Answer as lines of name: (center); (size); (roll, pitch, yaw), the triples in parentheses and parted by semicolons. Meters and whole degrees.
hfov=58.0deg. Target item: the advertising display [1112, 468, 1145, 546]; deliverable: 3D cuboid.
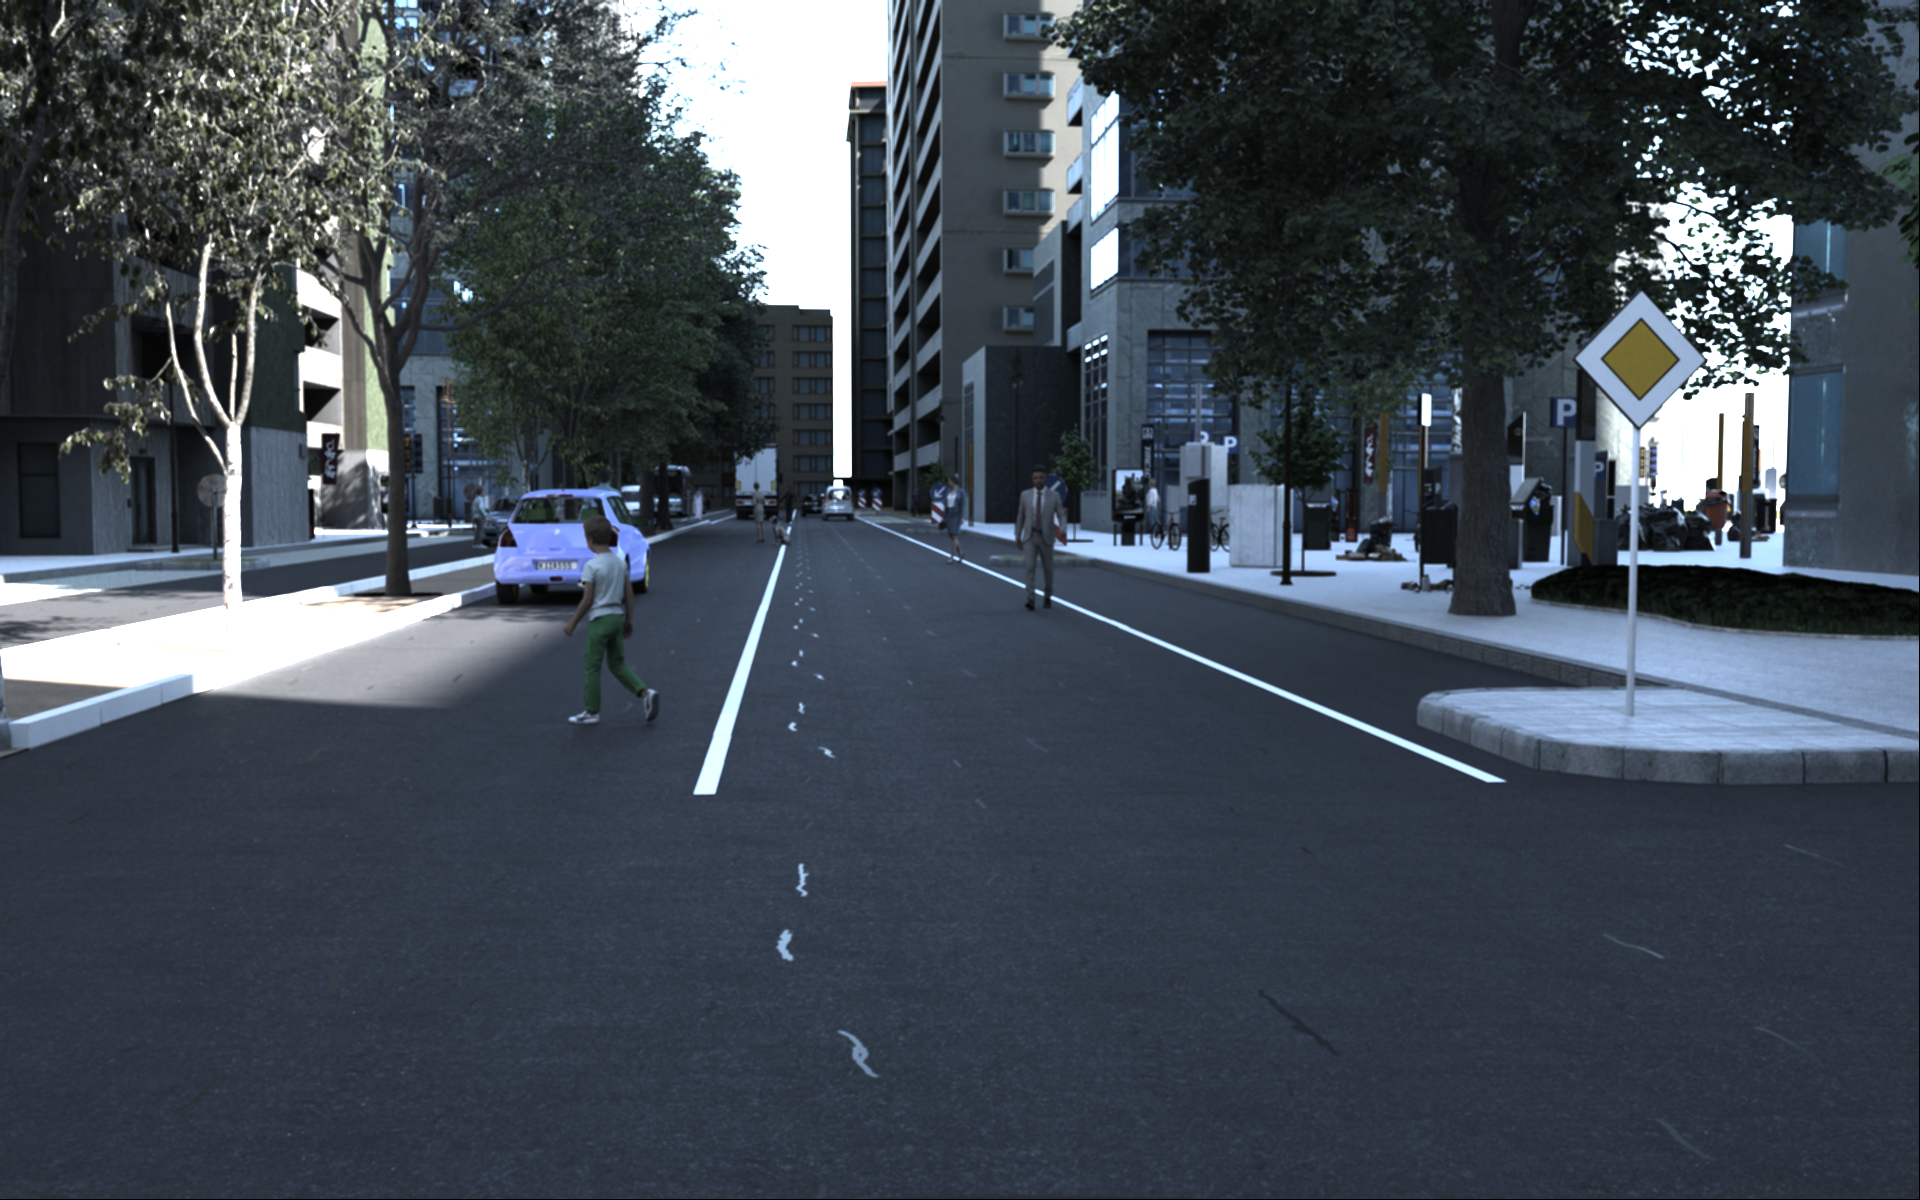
advertising display: (4.179, -2.312, 43.014); (0.974, 1.923, 0.123); (-2, 4, -35)

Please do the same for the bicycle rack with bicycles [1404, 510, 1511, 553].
bicycle rack with bicycles: (11.032, -1.525, 38.308); (2.852, 0.926, 2.925); (2, 4, 27)

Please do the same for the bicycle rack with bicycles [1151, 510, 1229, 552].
bicycle rack with bicycles: (5.847, -1.588, 39.351); (2.852, 0.926, 2.925); (-1, 4, -12)

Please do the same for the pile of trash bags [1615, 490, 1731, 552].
pile of trash bags: (16.515, -1.840, 39.832); (3.447, 1.369, 1.912); (-2, 4, -33)

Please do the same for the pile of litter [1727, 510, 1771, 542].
pile of litter: (21.475, -2.028, 47.123); (1.719, 0.858, 1.176); (-3, 5, -43)

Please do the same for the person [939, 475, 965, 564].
person: (-0.085, -1.668, 35.791); (0.654, 1.822, 0.581); (-3, 5, -41)

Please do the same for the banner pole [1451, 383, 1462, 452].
banner pole: (9.873, -2.689, 33.983); (0.863, 3.779, 0.401); (-3, 4, -39)

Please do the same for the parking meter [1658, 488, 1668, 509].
parking meter: (29.764, -3.969, 73.307); (0.372, 1.533, 0.369); (0, 3, 0)

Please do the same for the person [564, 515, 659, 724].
person: (-2.167, 0.121, 10.771); (0.590, 1.304, 0.306); (1, 4, 13)

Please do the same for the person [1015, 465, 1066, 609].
person: (1.006, -0.786, 21.632); (0.678, 1.792, 0.850); (1, 4, 10)

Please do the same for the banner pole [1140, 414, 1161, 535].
banner pole: (6.026, -3.936, 54.367); (0.863, 3.779, 0.401); (3, 4, 36)

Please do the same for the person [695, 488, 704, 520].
person: (-13.685, -5.001, 90.930); (0.551, 1.740, 0.621); (0, 4, 8)

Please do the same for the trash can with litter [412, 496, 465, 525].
trash can with litter: (-22.272, -3.772, 72.732); (1.678, 1.210, 2.233); (2, 4, 28)

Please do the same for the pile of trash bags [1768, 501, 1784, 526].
pile of trash bags: (33.789, -3.687, 70.041); (3.447, 1.369, 1.912); (2, 4, 29)

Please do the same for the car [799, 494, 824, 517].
car: (-9.229, -6.141, 110.184); (2.009, 1.686, 4.222); (0, 4, -7)

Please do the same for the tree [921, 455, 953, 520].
tree: (-1.181, -5.657, 87.092); (1.663, 3.219, 1.824); (0, 3, 0)

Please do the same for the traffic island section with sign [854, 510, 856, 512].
traffic island section with sign: (-8.069, -8.043, 140.127); (1.989, 1.847, 2.006); (0, 4, -5)

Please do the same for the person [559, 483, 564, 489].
person: (-13.125, -2.939, 56.911); (0.694, 1.780, 0.624); (1, 4, 22)

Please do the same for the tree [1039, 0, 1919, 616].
tree: (5.478, -6.814, 18.058); (9.857, 13.997, 8.962); (0, 3, 0)

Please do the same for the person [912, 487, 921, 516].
person: (-2.506, -5.700, 100.160); (0.541, 1.710, 0.530); (2, 4, 25)

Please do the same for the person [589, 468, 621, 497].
person: (-5.433, -1.081, 26.197); (0.660, 1.820, 0.620); (-1, 4, -15)

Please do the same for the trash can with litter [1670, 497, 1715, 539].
trash can with litter: (20.776, -2.364, 49.715); (1.678, 1.210, 2.233); (-1, 4, -18)

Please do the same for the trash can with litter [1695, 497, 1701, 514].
trash can with litter: (30.565, -3.627, 70.696); (0.624, 1.170, 1.055); (-3, 5, -43)

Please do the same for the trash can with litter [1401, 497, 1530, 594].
trash can with litter: (6.842, -0.748, 23.283); (2.233, 1.210, 1.678); (-1, 4, -16)

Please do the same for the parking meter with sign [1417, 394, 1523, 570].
parking meter with sign: (8.818, -2.058, 29.913); (1.738, 3.016, 0.543); (2, 4, 30)

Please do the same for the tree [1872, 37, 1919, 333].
tree: (6.773, -1.574, 9.453); (4.285, 4.588, 4.351); (0, 3, 0)

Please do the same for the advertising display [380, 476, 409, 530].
advertising display: (-20.005, -3.430, 61.297); (0.974, 1.923, 0.123); (0, 4, 4)

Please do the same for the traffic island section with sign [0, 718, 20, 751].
traffic island section with sign: (-6.233, -0.036, 8.726); (2.006, 1.907, 1.989); (0, 4, -5)

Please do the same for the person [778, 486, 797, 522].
person: (-8.687, -4.843, 87.700); (1.348, 1.821, 0.705); (3, 4, 38)

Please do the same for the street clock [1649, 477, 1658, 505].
street clock: (29.529, -4.231, 73.753); (0.358, 2.002, 0.471); (1, 4, 19)

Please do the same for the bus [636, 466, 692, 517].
bus: (-18.806, -7.114, 111.171); (2.948, 3.499, 13.247); (0, 4, -6)

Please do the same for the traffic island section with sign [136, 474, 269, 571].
traffic island section with sign: (-14.402, -1.500, 33.150); (1.989, 1.847, 2.006); (0, 4, -5)

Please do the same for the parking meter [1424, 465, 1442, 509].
parking meter: (9.464, -1.777, 34.764); (0.399, 1.863, 0.255); (-3, 5, -44)

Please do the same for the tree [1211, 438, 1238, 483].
tree: (7.752, -3.647, 54.227); (1.663, 3.219, 1.824); (0, 3, 0)

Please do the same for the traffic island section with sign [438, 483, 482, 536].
traffic island section with sign: (-16.883, -3.141, 59.991); (1.989, 1.847, 2.006); (0, 4, -5)

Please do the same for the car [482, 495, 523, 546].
car: (-12.515, -2.286, 49.375); (2.014, 1.417, 4.499); (0, 4, -6)

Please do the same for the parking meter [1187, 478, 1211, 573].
parking meter: (3.909, -1.219, 28.336); (0.372, 1.533, 0.369); (0, 3, 0)

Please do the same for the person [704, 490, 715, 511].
person: (-21.919, -8.690, 150.672); (1.348, 1.812, 0.705); (-2, 4, -33)

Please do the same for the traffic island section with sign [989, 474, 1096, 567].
traffic island section with sign: (1.617, -1.612, 34.987); (1.989, 1.847, 2.006); (0, 4, -5)

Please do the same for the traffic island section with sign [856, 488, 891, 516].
traffic island section with sign: (-5.529, -6.352, 112.476); (1.989, 1.847, 2.006); (0, 4, -5)

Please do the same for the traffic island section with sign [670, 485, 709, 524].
traffic island section with sign: (-13.136, -4.612, 83.548); (2.006, 1.907, 1.989); (0, 4, -5)

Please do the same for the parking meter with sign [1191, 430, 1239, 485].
parking meter with sign: (6.818, -3.074, 46.520); (0.543, 3.016, 1.738); (-1, 4, -17)

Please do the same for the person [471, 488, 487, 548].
person: (-12.711, -2.174, 45.849); (0.330, 1.601, 0.589); (-2, 4, -30)

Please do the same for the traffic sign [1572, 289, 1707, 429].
traffic sign: (3.891, -0.472, 9.913); (0.795, 2.593, 0.064); (0, 4, -5)

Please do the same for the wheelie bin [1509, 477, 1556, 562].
wheelie bin: (10.904, -1.536, 33.014); (0.693, 1.594, 0.980); (-1, 4, -9)

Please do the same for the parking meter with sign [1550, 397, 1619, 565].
parking meter with sign: (10.999, -2.087, 30.389); (0.543, 3.016, 1.738); (0, 4, -8)

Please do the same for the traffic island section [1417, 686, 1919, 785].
traffic island section: (3.914, 0.751, 9.997); (2.009, 0.180, 2.903); (0, 4, -5)

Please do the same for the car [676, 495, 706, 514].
car: (-19.254, -6.858, 123.918); (2.131, 1.459, 4.920); (0, 4, -3)

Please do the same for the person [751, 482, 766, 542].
person: (-6.014, -2.612, 51.547); (0.374, 1.781, 0.599); (3, 4, 36)

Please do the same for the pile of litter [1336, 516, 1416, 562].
pile of litter: (7.984, -1.187, 33.365); (1.176, 0.858, 1.719); (-1, 4, -22)

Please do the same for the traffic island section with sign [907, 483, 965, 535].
traffic island section with sign: (-0.893, -3.275, 62.171); (1.989, 1.847, 2.006); (0, 4, -5)

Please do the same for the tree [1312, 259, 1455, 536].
tree: (12.745, -6.228, 52.185); (4.737, 8.622, 4.395); (0, 3, 0)

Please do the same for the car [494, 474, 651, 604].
car: (-5.295, -0.880, 23.981); (1.945, 1.707, 3.694); (0, 4, -4)

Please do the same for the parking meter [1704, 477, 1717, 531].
parking meter: (25.821, -3.295, 59.591); (0.255, 1.863, 0.399); (-1, 4, -8)

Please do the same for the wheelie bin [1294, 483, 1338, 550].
wheelie bin: (8.169, -1.947, 39.743); (0.980, 1.594, 0.693); (1, 4, 14)

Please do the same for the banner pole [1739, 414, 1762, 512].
banner pole: (24.784, -3.942, 54.475); (0.863, 3.779, 0.401); (-1, 4, -11)

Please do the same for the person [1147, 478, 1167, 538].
person: (5.805, -2.701, 50.880); (0.598, 1.740, 0.731); (1, 4, 15)

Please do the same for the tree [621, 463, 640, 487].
tree: (-26.190, -9.110, 132.669); (4.285, 4.588, 4.351); (0, 3, 0)
